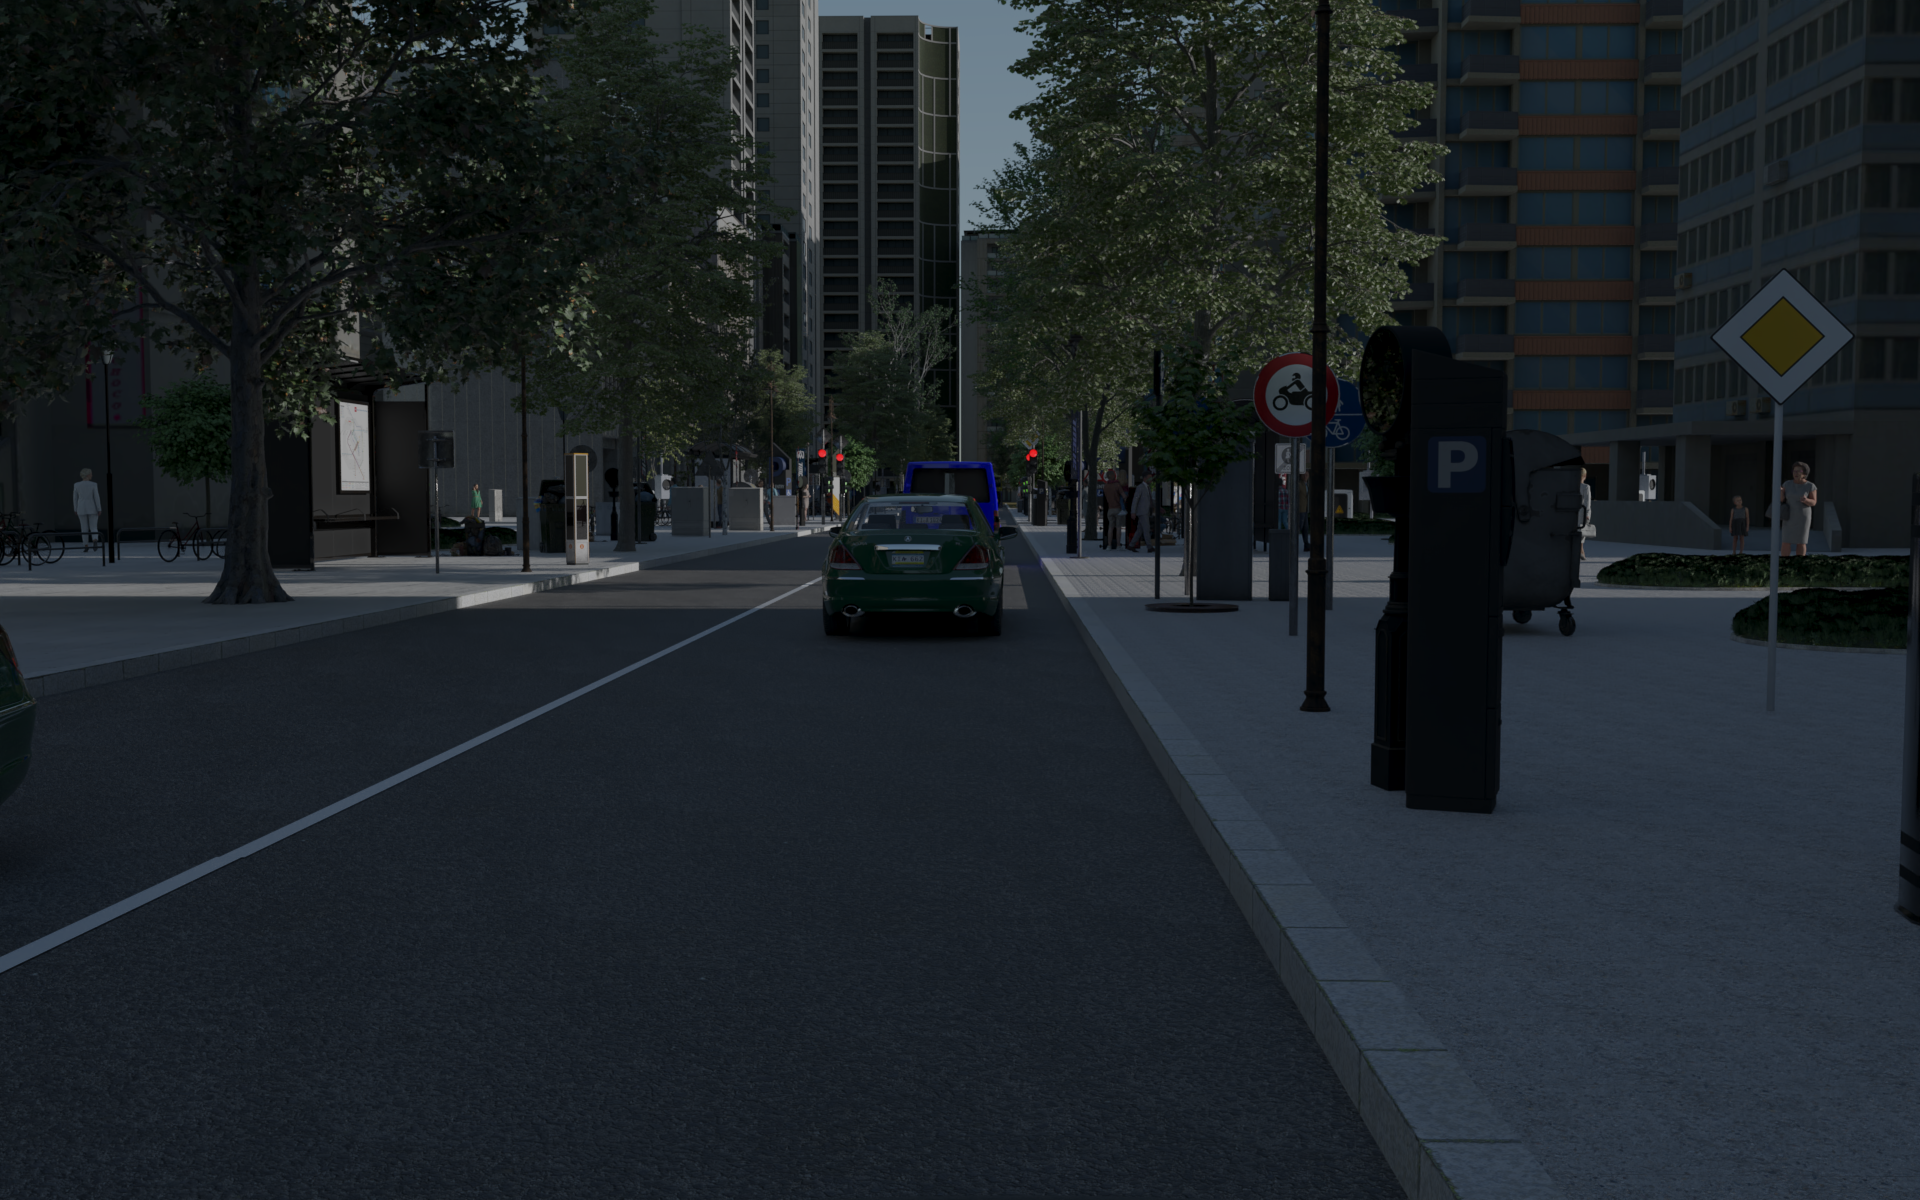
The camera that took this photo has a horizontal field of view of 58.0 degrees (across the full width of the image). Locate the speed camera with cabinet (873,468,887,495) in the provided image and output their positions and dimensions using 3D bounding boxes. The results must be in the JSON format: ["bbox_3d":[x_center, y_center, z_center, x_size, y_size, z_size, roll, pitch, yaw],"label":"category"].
[{"bbox_3d":[-6.296,-8.172,127.951,0.660,3.252,2.038,-3,5,-43],"label":"speed camera with cabinet"}]

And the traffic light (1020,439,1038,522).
[{"bbox_3d":[3.217,-5.595,80.402,0.839,4.253,0.868,0,4,1],"label":"traffic light"}]

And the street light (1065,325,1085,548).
[{"bbox_3d":[2.714,-4.157,40.753,0.468,5.910,1.993,0,4,1],"label":"street light"}]

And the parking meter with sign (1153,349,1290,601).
[{"bbox_3d":[3.223,-1.509,20.928,1.738,3.016,0.543,1,4,11],"label":"parking meter with sign"}]

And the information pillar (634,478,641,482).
[{"bbox_3d":[-13.613,-4.214,73.396,0.304,2.012,0.304,3,4,38],"label":"information pillar"}]

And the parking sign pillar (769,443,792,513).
[{"bbox_3d":[-9.388,-6.234,90.396,1.447,3.967,1.447,3,5,41],"label":"parking sign pillar"}]

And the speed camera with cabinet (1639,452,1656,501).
[{"bbox_3d":[31.723,-5.289,80.809,2.038,3.252,0.660,-3,5,-42],"label":"speed camera with cabinet"}]

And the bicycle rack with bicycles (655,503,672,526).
[{"bbox_3d":[-12.269,-3.444,69.690,2.925,0.926,2.852,-1,4,-12],"label":"bicycle rack with bicycles"}]

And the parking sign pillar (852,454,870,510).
[{"bbox_3d":[-6.576,-7.714,114.600,1.447,3.967,1.447,3,5,41],"label":"parking sign pillar"}]

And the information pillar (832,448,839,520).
[{"bbox_3d":[-6.183,-5.811,86.357,0.183,3.616,0.504,3,5,41],"label":"information pillar"}]

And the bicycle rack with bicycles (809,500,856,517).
[{"bbox_3d":[-7.159,-5.289,99.855,2.925,0.926,2.852,1,4,9],"label":"bicycle rack with bicycles"}]

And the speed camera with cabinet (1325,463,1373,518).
[{"bbox_3d":[15.382,-4.501,67.928,2.038,3.252,0.660,0,4,-2],"label":"speed camera with cabinet"}]

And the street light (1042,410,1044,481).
[{"bbox_3d":[3.415,-6.035,71.459,0.468,5.910,1.993,0,4,1],"label":"street light"}]

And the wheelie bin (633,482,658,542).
[{"bbox_3d":[-8.617,-2.382,46.853,0.980,1.594,0.693,3,5,41],"label":"wheelie bin"}]

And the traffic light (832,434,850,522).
[{"bbox_3d":[-5.542,-5.606,80.581,0.839,4.253,0.868,0,4,1],"label":"traffic light"}]

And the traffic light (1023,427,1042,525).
[{"bbox_3d":[3.039,-5.107,72.419,0.839,4.253,0.868,0,4,1],"label":"traffic light"}]

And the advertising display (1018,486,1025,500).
[{"bbox_3d":[4.979,-8.223,139.663,0.123,1.923,0.974,-2,4,-31],"label":"advertising display"}]

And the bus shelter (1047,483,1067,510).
[{"bbox_3d":[7.254,-8.624,132.289,1.731,3.624,6.357,0,4,1],"label":"bus shelter"}]

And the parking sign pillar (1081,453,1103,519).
[{"bbox_3d":[7.222,-6.136,88.795,1.447,3.967,1.447,1,4,19],"label":"parking sign pillar"}]

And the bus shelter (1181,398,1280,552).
[{"bbox_3d":[6.086,-2.778,39.352,2.014,3.302,5.546,0,4,1],"label":"bus shelter"}]

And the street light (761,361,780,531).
[{"bbox_3d":[-6.464,-5.298,59.403,0.468,5.910,1.993,0,4,1],"label":"street light"}]

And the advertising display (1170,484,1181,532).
[{"bbox_3d":[7.325,-3.272,58.714,0.123,1.923,0.974,2,4,23],"label":"advertising display"}]

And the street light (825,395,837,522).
[{"bbox_3d":[-5.994,-6.608,80.835,0.468,5.910,1.993,0,4,1],"label":"street light"}]

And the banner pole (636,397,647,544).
[{"bbox_3d":[-8.207,-3.343,44.668,0.401,3.779,0.863,1,4,10],"label":"banner pole"}]

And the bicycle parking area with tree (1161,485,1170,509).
[{"bbox_3d":[12.485,-7.156,104.003,9.016,4.147,8.231,1,4,8],"label":"bicycle parking area with tree"}]

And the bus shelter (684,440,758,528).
[{"bbox_3d":[-9.291,-4.512,67.695,2.014,3.302,5.546,0,4,1],"label":"bus shelter"}]

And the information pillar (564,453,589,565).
[{"bbox_3d":[-6.928,-1.640,31.313,0.304,2.012,0.304,3,5,43],"label":"information pillar"}]

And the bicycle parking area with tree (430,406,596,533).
[{"bbox_3d":[-15.369,-4.209,55.818,8.231,4.147,9.016,0,4,2],"label":"bicycle parking area with tree"}]

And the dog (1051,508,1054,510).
[{"bbox_3d":[6.402,-6.647,123.059,0.513,0.831,0.800,2,4,31],"label":"dog"}]

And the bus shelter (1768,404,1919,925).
[{"bbox_3d":[2.946,-1.434,1.074,2.179,5.291,8.768,0,4,1],"label":"bus shelter"}]

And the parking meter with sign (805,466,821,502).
[{"bbox_3d":[-9.147,-6.847,108.204,1.738,3.016,0.543,2,4,32],"label":"parking meter with sign"}]

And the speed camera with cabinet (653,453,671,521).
[{"bbox_3d":[-14.637,-5.380,82.296,2.038,3.252,0.660,-3,5,-45],"label":"speed camera with cabinet"}]

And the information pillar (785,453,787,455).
[{"bbox_3d":[-10.083,-6.617,99.545,0.183,3.616,0.504,-2,4,-29],"label":"information pillar"}]

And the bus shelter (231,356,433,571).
[{"bbox_3d":[-11.224,-2.479,31.813,1.731,3.624,6.357,0,4,1],"label":"bus shelter"}]

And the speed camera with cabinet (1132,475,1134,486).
[{"bbox_3d":[8.182,-5.472,83.806,0.660,3.252,2.038,1,4,15],"label":"speed camera with cabinet"}]

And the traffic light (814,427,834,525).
[{"bbox_3d":[-5.721,-5.118,72.598,0.839,4.253,0.868,0,4,1],"label":"traffic light"}]

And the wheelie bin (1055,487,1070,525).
[{"bbox_3d":[4.440,-3.962,72.688,0.980,1.594,0.693,2,4,31],"label":"wheelie bin"}]

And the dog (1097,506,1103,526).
[{"bbox_3d":[5.330,-3.366,69.418,0.513,0.831,0.800,-3,4,-38],"label":"dog"}]

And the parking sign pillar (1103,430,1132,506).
[{"bbox_3d":[6.811,-5.069,71.343,1.447,3.967,1.447,1,4,11],"label":"parking sign pillar"}]

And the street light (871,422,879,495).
[{"bbox_3d":[-5.440,-8.471,111.283,0.468,5.910,1.993,0,4,1],"label":"street light"}]

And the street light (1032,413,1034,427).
[{"bbox_3d":[3.918,-7.376,93.390,0.468,5.910,1.993,0,4,1],"label":"street light"}]

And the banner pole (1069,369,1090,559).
[{"bbox_3d":[2.336,-2.731,34.670,0.401,3.779,0.863,-1,4,-12],"label":"banner pole"}]

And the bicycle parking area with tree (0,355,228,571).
[{"bbox_3d":[-18.216,-2.799,32.774,8.231,4.147,9.016,2,4,26],"label":"bicycle parking area with tree"}]

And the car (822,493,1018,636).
[{"bbox_3d":[-0.433,-0.438,18.954,2.131,1.459,4.920,0,4,2],"label":"car"}]

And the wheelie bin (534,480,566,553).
[{"bbox_3d":[-8.781,-1.830,37.825,0.980,1.594,0.693,-2,4,-28],"label":"wheelie bin"}]

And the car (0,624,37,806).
[{"bbox_3d":[-4.491,0.440,4.601,2.131,1.459,4.920,0,4,2],"label":"car"}]

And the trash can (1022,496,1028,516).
[{"bbox_3d":[4.075,-5.574,102.789,0.748,1.137,0.748,0,3,0],"label":"trash can"}]

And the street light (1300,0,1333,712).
[{"bbox_3d":[2.105,-2.281,10.088,0.468,5.910,1.993,0,4,1],"label":"street light"}]

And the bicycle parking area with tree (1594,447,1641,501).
[{"bbox_3d":[32.267,-6.229,88.850,8.231,4.147,9.016,1,4,14],"label":"bicycle parking area with tree"}]

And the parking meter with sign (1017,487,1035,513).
[{"bbox_3d":[4.849,-7.564,119.938,1.738,3.016,0.543,0,4,5],"label":"parking meter with sign"}]

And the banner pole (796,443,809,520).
[{"bbox_3d":[-7.587,-5.751,84.048,0.863,3.779,0.401,-2,4,-30],"label":"banner pole"}]

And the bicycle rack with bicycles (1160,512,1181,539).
[{"bbox_3d":[6.035,-2.263,50.378,2.925,0.926,2.852,-3,5,-43],"label":"bicycle rack with bicycles"}]

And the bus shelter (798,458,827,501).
[{"bbox_3d":[-9.339,-7.415,112.515,1.731,3.624,6.357,0,4,1],"label":"bus shelter"}]

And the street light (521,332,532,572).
[{"bbox_3d":[-7.135,-3.397,28.326,0.468,5.910,1.993,0,4,1],"label":"street light"}]
